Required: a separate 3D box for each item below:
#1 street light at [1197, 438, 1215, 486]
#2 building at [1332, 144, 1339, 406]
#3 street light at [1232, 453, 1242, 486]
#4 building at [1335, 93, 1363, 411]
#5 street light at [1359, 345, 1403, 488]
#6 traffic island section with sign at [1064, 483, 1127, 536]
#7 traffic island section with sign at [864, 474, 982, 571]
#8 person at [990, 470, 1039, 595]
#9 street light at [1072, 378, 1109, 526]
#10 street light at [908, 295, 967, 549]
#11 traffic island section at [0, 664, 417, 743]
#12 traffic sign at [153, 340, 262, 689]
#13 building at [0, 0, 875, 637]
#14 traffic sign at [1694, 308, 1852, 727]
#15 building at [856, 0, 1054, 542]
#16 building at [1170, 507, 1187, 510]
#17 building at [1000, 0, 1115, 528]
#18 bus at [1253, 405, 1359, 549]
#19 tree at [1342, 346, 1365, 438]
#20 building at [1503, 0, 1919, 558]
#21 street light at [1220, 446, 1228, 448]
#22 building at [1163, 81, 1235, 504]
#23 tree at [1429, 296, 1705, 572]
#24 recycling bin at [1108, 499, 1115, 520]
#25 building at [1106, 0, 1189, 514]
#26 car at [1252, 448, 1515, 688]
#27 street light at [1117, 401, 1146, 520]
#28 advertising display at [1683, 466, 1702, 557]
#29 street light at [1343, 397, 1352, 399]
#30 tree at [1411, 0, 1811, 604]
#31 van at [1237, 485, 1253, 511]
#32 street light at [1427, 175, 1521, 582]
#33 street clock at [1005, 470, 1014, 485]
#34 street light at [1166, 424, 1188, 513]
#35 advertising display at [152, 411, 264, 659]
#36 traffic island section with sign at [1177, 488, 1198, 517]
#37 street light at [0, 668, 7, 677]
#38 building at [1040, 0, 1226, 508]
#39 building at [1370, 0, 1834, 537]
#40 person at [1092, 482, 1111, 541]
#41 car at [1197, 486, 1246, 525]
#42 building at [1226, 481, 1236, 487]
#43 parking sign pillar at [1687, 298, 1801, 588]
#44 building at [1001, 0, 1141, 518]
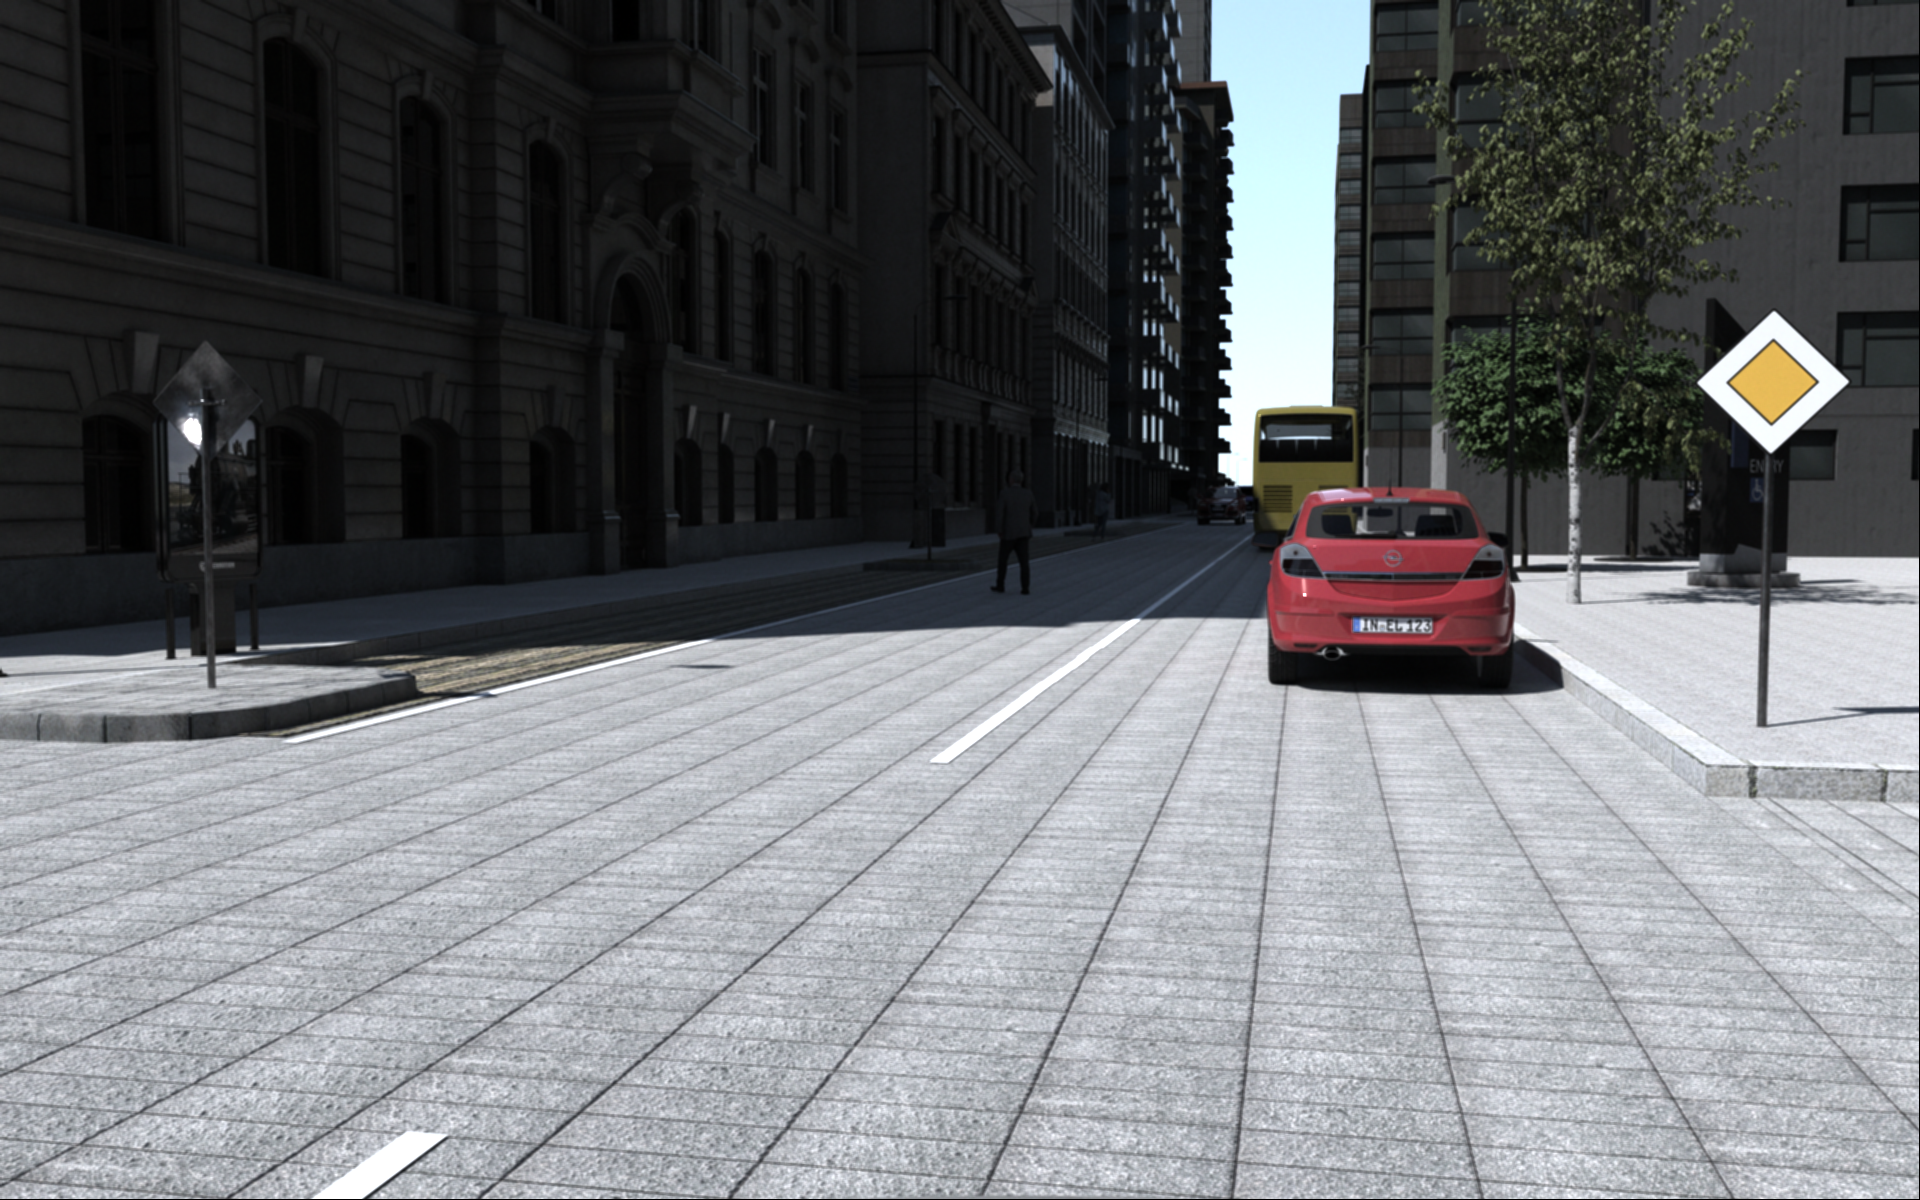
[{"bbox_3d":[20.403,-10.537,144.824,1.470,5.913,1.316,1,4,11],"label":"street light"},{"bbox_3d":[59.765,-36.848,226.169,21.300,48.544,21.600,1,4,11],"label":"building"},{"bbox_3d":[31.238,-13.811,198.351,1.470,5.913,1.316,1,4,11],"label":"street light"},{"bbox_3d":[46.107,-30.309,179.140,14.154,41.232,14.086,1,4,11],"label":"building"},{"bbox_3d":[13.202,-4.987,54.074,1.470,5.913,1.316,1,4,11],"label":"street light"},{"bbox_3d":[4.671,-3.102,59.345,1.989,1.847,2.006,1,4,11],"label":"traffic island section with sign"},{"bbox_3d":[-0.632,-1.485,32.914,1.989,1.847,2.006,1,4,11],"label":"traffic island section with sign"},{"bbox_3d":[0.761,-0.984,24.981,0.661,1.777,0.834,-2,4,-28],"label":"person"},{"bbox_3d":[5.242,-5.925,69.414,1.470,5.913,1.316,1,4,11],"label":"street light"},{"bbox_3d":[-0.516,-4.166,40.653,1.470,5.913,1.316,1,4,11],"label":"street light"},{"bbox_3d":[-4.963,0.663,11.442,2.009,0.180,2.903,1,4,11],"label":"traffic island section"},{"bbox_3d":[-4.938,-0.473,11.375,0.795,2.450,0.064,1,4,11],"label":"traffic sign"},{"bbox_3d":[-10.936,-12.854,29.248,14.460,24.649,34.723,1,4,11],"label":"building"},{"bbox_3d":[4.415,-0.357,9.481,0.795,2.450,0.064,1,4,11],"label":"traffic sign"},{"bbox_3d":[-3.621,-11.695,55.833,10.561,19.102,19.286,1,4,11],"label":"building"},{"bbox_3d":[4.937,-28.046,150.431,32.217,40.220,23.993,1,4,11],"label":"building"},{"bbox_3d":[0.710,-13.754,74.023,9.793,20.994,18.267,1,4,11],"label":"building"},{"bbox_3d":[9.535,-3.444,47.864,2.896,3.916,12.252,1,4,11],"label":"bus"},{"bbox_3d":[19.760,-7.875,79.119,4.360,8.622,3.978,0,3,0],"label":"tree"},{"bbox_3d":[18.510,-16.477,41.100,14.160,30.474,14.107,1,4,11],"label":"building"},{"bbox_3d":[25.415,-12.016,169.005,1.470,5.913,1.316,1,4,11],"label":"street light"},{"bbox_3d":[17.329,-32.309,182.879,22.147,44.769,28.867,1,4,11],"label":"building"},{"bbox_3d":[9.542,-2.766,28.946,4.285,4.588,4.351,0,3,0],"label":"tree"},{"bbox_3d":[7.303,-4.485,85.886,0.722,1.027,0.722,0,4,4],"label":"recycling bin"},{"bbox_3d":[3.820,-30.757,122.487,23.786,49.044,30.456,1,4,11],"label":"building"},{"bbox_3d":[3.497,-0.327,14.385,2.155,1.783,4.494,1,4,11],"label":"car"},{"bbox_3d":[8.596,-6.977,86.608,1.470,5.913,1.316,1,4,11],"label":"street light"},{"bbox_3d":[15.293,-1.843,35.351,0.974,1.923,0.123,1,4,10],"label":"advertising display"},{"bbox_3d":[18.996,-6.745,82.827,1.470,5.913,1.316,1,4,11],"label":"street light"},{"bbox_3d":[7.155,-4.246,19.786,4.737,8.622,4.395,0,3,0],"label":"tree"},{"bbox_3d":[19.922,-7.028,119.291,2.240,2.365,5.245,1,4,12],"label":"van"},{"bbox_3d":[7.506,-3.227,25.300,1.470,5.913,1.316,1,4,11],"label":"street light"},{"bbox_3d":[1.624,-2.927,52.419,0.471,2.002,0.358,3,5,42],"label":"street clock"},{"bbox_3d":[14.463,-8.734,115.346,1.470,5.913,1.316,1,4,11],"label":"street light"},{"bbox_3d":[-5.971,-0.525,13.801,0.123,1.923,0.974,1,4,23],"label":"advertising display"},{"bbox_3d":[14.765,-6.172,109.547,1.989,1.847,2.006,1,4,11],"label":"traffic island section with sign"},{"bbox_3d":[-6.345,-2.404,11.848,1.470,5.913,1.316,1,4,11],"label":"street light"},{"bbox_3d":[21.510,-46.998,206.665,20.563,71.187,20.611,1,4,11],"label":"building"},{"bbox_3d":[22.069,-17.833,63.271,14.160,30.474,14.107,1,4,11],"label":"building"},{"bbox_3d":[4.272,-2.668,52.381,0.793,1.790,0.793,2,4,29],"label":"person"},{"bbox_3d":[12.388,-4.471,81.773,2.281,1.827,5.304,1,4,13],"label":"car"},{"bbox_3d":[20.617,-33.060,232.416,32.217,40.220,23.993,1,4,11],"label":"building"},{"bbox_3d":[10.955,-2.180,24.116,1.447,3.967,1.447,-2,4,-28],"label":"parking sign pillar"},{"bbox_3d":[-0.331,-40.245,96.265,20.563,71.187,20.611,1,4,11],"label":"building"}]
